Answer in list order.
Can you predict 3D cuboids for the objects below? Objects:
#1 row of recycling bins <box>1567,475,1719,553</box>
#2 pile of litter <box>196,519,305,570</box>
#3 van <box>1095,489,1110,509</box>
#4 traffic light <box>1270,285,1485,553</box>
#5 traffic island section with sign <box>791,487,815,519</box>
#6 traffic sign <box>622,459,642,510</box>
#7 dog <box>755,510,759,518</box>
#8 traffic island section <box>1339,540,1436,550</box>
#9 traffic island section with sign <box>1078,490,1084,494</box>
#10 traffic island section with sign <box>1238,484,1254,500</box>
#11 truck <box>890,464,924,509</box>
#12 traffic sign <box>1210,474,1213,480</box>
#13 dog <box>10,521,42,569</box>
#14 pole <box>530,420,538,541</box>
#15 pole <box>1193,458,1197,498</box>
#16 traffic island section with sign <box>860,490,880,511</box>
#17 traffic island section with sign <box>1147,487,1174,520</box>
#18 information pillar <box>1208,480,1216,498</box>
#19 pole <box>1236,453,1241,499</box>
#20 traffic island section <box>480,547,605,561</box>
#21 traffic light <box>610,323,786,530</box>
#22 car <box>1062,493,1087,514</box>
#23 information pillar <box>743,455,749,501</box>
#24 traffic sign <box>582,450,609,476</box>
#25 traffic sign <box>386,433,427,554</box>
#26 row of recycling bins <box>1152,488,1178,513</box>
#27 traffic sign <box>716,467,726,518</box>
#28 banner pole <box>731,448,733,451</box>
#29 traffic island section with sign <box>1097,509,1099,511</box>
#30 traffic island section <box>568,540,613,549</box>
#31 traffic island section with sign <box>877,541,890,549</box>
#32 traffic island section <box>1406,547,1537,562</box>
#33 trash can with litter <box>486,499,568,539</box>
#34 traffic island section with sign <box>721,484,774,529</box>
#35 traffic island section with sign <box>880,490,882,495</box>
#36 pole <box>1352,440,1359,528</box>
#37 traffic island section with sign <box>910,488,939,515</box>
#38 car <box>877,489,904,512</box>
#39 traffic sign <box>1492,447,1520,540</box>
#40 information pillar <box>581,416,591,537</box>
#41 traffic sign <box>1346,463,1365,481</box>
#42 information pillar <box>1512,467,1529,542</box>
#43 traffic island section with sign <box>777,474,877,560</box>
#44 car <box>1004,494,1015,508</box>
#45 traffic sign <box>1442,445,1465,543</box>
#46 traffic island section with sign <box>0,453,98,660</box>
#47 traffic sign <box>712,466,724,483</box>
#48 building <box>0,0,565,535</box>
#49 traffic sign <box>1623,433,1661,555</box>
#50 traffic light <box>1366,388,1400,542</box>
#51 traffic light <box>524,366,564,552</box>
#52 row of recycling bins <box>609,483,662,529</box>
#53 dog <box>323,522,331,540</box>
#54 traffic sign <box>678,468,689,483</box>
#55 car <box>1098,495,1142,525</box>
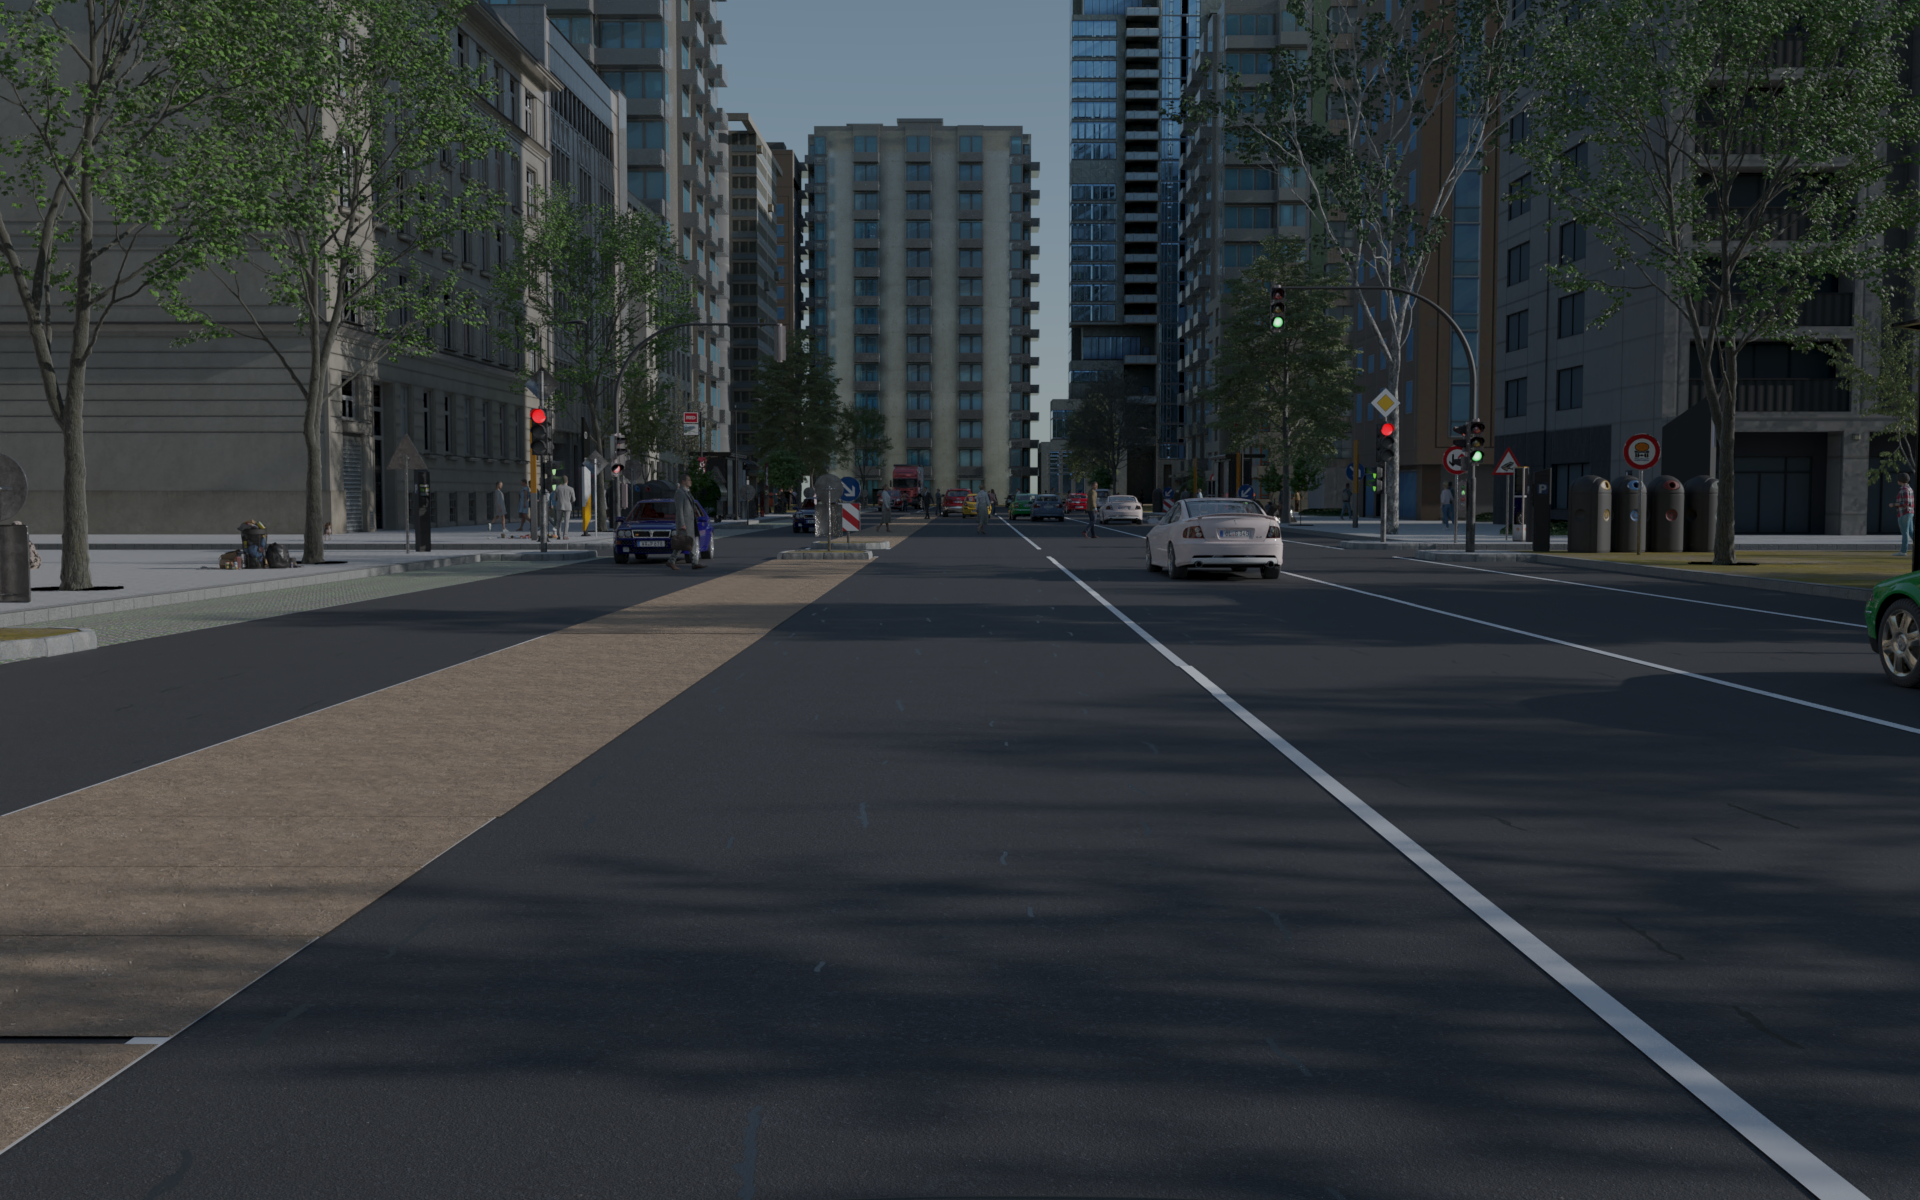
[{"bbox_3d":[15.104,-1.901,38.198,3.534,1.692,1.069,-1,4,-9],"label":"row of recycling bins"},{"bbox_3d":[-12.253,-0.973,29.878,1.719,0.858,1.176,-1,4,-15],"label":"pile of litter"},{"bbox_3d":[11.632,-8.371,143.884,2.013,2.044,4.112,0,4,0],"label":"van"},{"bbox_3d":[9.100,-3.866,37.872,4.771,5.953,1.251,0,4,0],"label":"traffic light"},{"bbox_3d":[-8.509,-5.466,98.002,1.989,1.847,2.006,0,4,0],"label":"traffic island section with sign"},{"bbox_3d":[-12.017,-3.873,63.433,0.768,2.556,0.104,0,4,6],"label":"traffic sign"},{"bbox_3d":[-11.051,-4.610,93.107,0.550,0.427,0.748,3,5,43],"label":"dog"},{"bbox_3d":[11.283,-1.457,46.099,2.009,0.180,2.903,0,4,0],"label":"traffic island section"},{"bbox_3d":[12.086,-10.202,175.436,1.989,1.847,2.006,0,4,0],"label":"traffic island section with sign"},{"bbox_3d":[11.445,-3.796,70.697,1.989,1.847,2.006,0,4,0],"label":"traffic island section with sign"},{"bbox_3d":[-4.961,-10.770,164.998,2.839,4.237,11.283,0,4,2],"label":"truck"},{"bbox_3d":[15.199,-6.276,102.719,0.768,2.556,0.104,0,4,2],"label":"traffic sign"},{"bbox_3d":[-16.011,-0.933,29.630,0.513,0.831,0.800,-2,4,-28],"label":"dog"},{"bbox_3d":[-11.750,-3.295,47.723,0.158,3.312,0.155,0,3,0],"label":"pole"},{"bbox_3d":[13.248,-6.344,97.563,0.158,3.312,0.155,0,3,0],"label":"pole"},{"bbox_3d":[-8.185,-8.585,148.997,1.989,1.847,2.006,0,4,0],"label":"traffic island section with sign"},{"bbox_3d":[11.609,-5.468,98.026,1.989,1.847,2.006,0,4,0],"label":"traffic island section with sign"},{"bbox_3d":[13.318,-5.334,91.699,0.304,2.012,0.304,-3,5,-41],"label":"information pillar"},{"bbox_3d":[13.675,-5.579,85.063,0.158,3.312,0.155,0,3,0],"label":"pole"},{"bbox_3d":[-9.208,-0.976,38.246,2.009,0.180,2.903,0,4,0],"label":"traffic island section"},{"bbox_3d":[-7.026,-4.370,46.118,4.771,5.953,1.251,0,4,0],"label":"traffic light"},{"bbox_3d":[8.537,-7.176,126.373,2.155,1.783,4.494,0,4,-1],"label":"car"},{"bbox_3d":[-12.787,-6.832,103.063,0.504,3.616,0.183,-1,4,-13],"label":"information pillar"},{"bbox_3d":[-10.902,-3.182,51.759,0.795,2.593,0.064,0,4,5],"label":"traffic sign"},{"bbox_3d":[-11.873,-2.273,37.174,0.884,2.594,0.081,0,4,1],"label":"traffic sign"},{"bbox_3d":[14.736,-6.833,118.832,3.534,1.692,1.069,3,4,39],"label":"row of recycling bins"},{"bbox_3d":[-11.424,-4.981,81.442,0.884,2.594,0.081,0,4,1],"label":"traffic sign"},{"bbox_3d":[-12.290,-6.418,94.958,0.863,3.779,0.401,2,4,32],"label":"banner pole"},{"bbox_3d":[11.925,-8.524,148.001,1.989,1.847,2.006,0,4,0],"label":"traffic island section with sign"},{"bbox_3d":[-9.158,-1.465,46.231,2.009,0.180,2.903,0,4,0],"label":"traffic island section"},{"bbox_3d":[-2.910,-2.307,45.848,2.006,1.907,1.989,0,4,0],"label":"traffic island section with sign"},{"bbox_3d":[11.233,-0.968,38.114,2.009,0.180,2.903,0,4,0],"label":"traffic island section"},{"bbox_3d":[-12.551,-2.389,50.126,2.233,1.210,1.678,0,4,-5],"label":"trash can with litter"},{"bbox_3d":[-8.679,-3.807,70.878,1.989,1.847,2.006,0,4,0],"label":"traffic island section with sign"},{"bbox_3d":[-8.020,-10.235,175.962,1.989,1.847,2.006,0,4,0],"label":"traffic island section with sign"},{"bbox_3d":[14.980,-4.385,65.539,0.158,3.312,0.155,0,3,0],"label":"pole"},{"bbox_3d":[-2.451,-6.902,120.985,2.006,1.907,1.989,0,4,0],"label":"traffic island section with sign"},{"bbox_3d":[-5.714,-8.271,143.902,2.281,1.827,5.304,0,4,1],"label":"car"},{"bbox_3d":[15.199,-2.940,48.077,0.884,2.594,0.081,0,4,7],"label":"traffic sign"},{"bbox_3d":[-11.336,-3.740,52.501,0.183,3.616,0.504,1,4,10],"label":"information pillar"},{"bbox_3d":[15.760,-4.223,69.149,0.768,2.556,0.104,0,4,2],"label":"traffic sign"},{"bbox_3d":[15.101,-2.579,46.651,0.304,2.012,0.304,3,5,43],"label":"information pillar"},{"bbox_3d":[-2.966,-1.853,38.441,2.006,1.907,1.989,0,4,0],"label":"traffic island section with sign"},{"bbox_3d":[5.643,-10.475,181.050,2.009,1.686,4.222,0,4,-1],"label":"car"},{"bbox_3d":[12.945,-2.757,45.178,0.768,2.556,0.104,0,4,1],"label":"traffic sign"},{"bbox_3d":[-9.024,-0.428,15.624,1.989,1.847,2.006,0,4,0],"label":"traffic island section with sign"},{"bbox_3d":[-11.396,-4.918,80.407,0.884,2.594,0.081,0,4,6],"label":"traffic sign"},{"bbox_3d":[-27.033,-14.375,68.323,16.112,22.955,30.059,0,4,0],"label":"building"},{"bbox_3d":[14.304,-2.221,36.422,0.768,2.556,0.104,0,4,5],"label":"traffic sign"},{"bbox_3d":[11.243,-3.490,45.985,0.839,4.253,0.868,0,4,0],"label":"traffic light"},{"bbox_3d":[-9.168,-3.009,38.111,0.839,4.253,0.868,0,4,0],"label":"traffic light"},{"bbox_3d":[-12.355,-3.593,65.853,1.069,1.692,3.534,1,4,15],"label":"row of recycling bins"},{"bbox_3d":[-17.557,-1.911,48.069,0.540,0.507,0.406,2,4,24],"label":"dog"},{"bbox_3d":[-12.866,-5.001,81.771,0.884,2.594,0.081,0,4,7],"label":"traffic sign"},{"bbox_3d":[7.640,-4.285,82.420,2.083,1.381,4.827,0,4,1],"label":"car"}]
